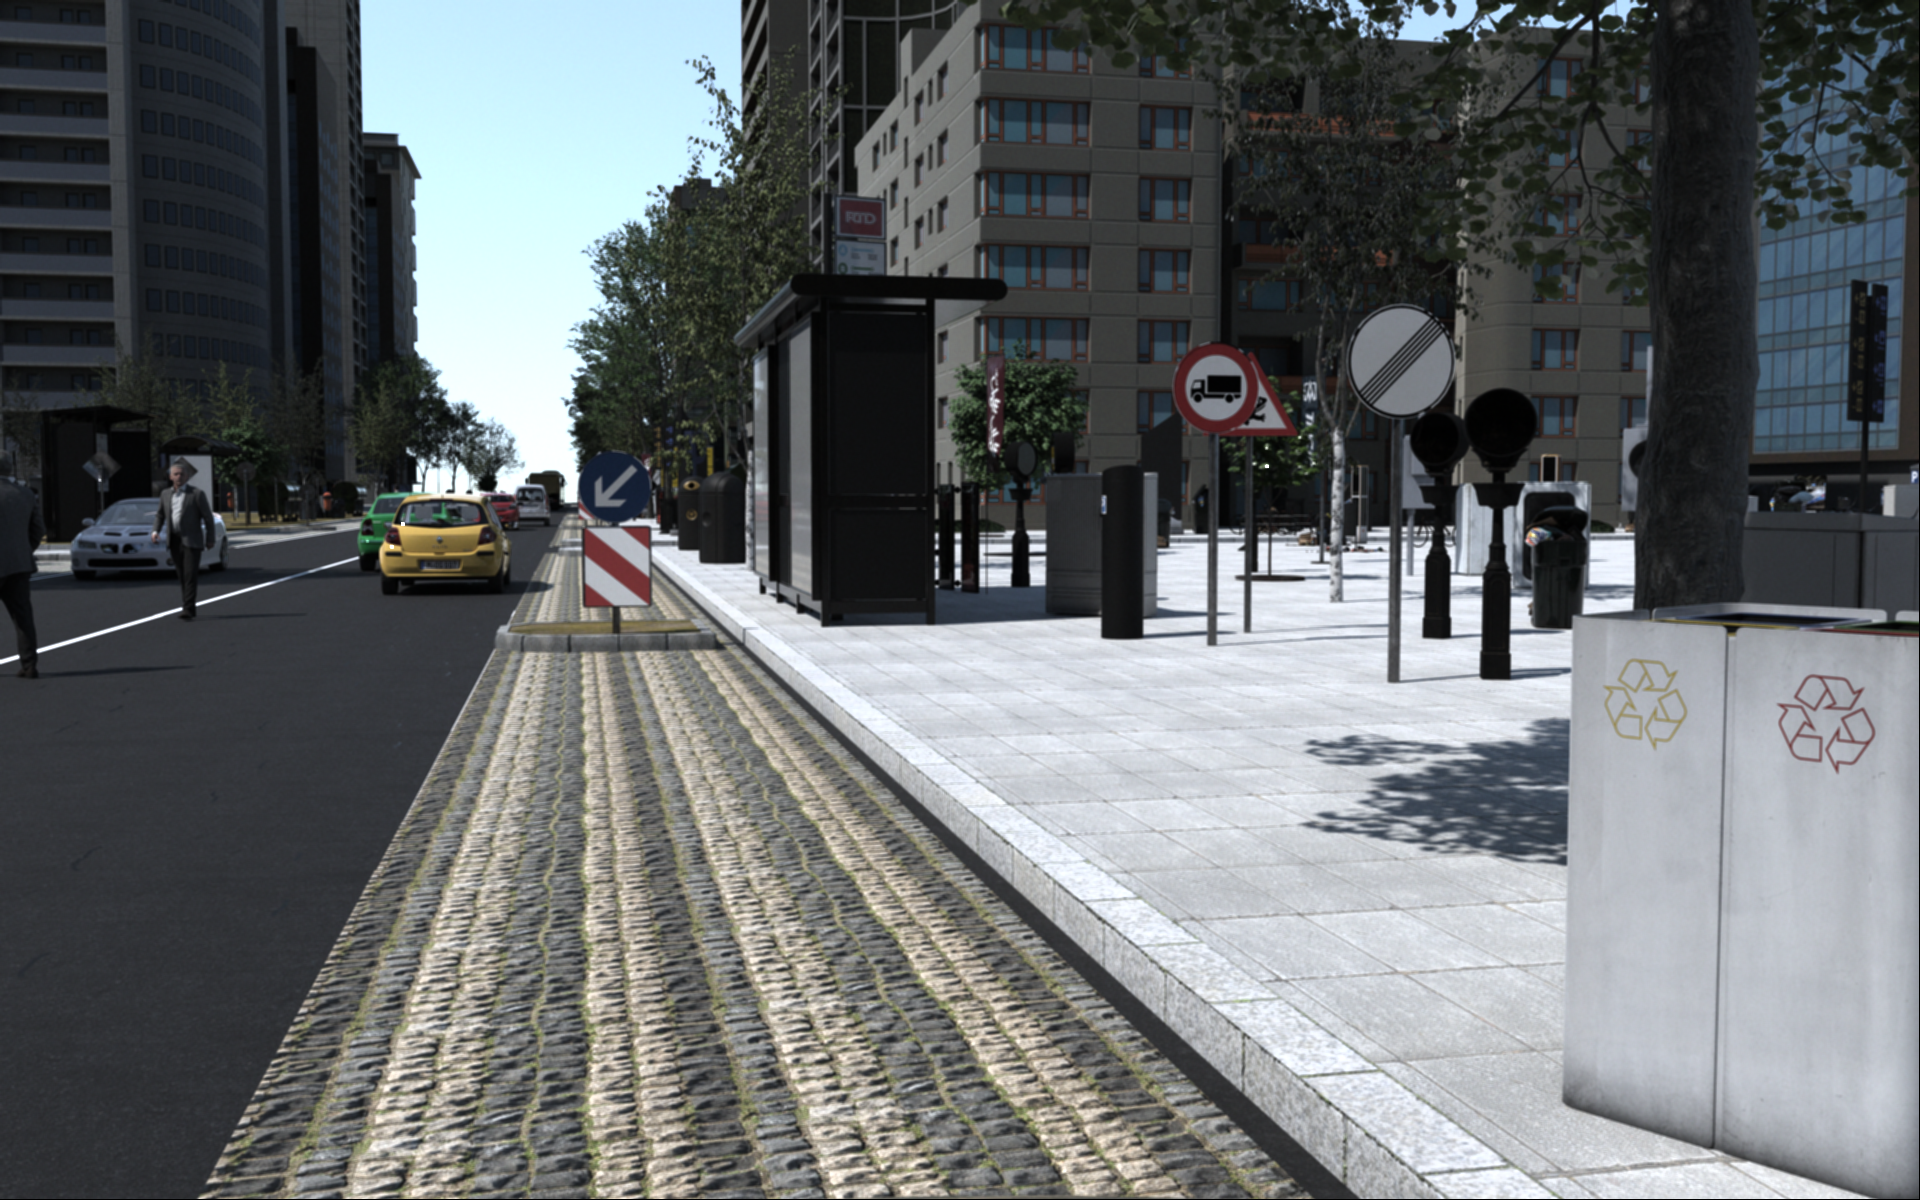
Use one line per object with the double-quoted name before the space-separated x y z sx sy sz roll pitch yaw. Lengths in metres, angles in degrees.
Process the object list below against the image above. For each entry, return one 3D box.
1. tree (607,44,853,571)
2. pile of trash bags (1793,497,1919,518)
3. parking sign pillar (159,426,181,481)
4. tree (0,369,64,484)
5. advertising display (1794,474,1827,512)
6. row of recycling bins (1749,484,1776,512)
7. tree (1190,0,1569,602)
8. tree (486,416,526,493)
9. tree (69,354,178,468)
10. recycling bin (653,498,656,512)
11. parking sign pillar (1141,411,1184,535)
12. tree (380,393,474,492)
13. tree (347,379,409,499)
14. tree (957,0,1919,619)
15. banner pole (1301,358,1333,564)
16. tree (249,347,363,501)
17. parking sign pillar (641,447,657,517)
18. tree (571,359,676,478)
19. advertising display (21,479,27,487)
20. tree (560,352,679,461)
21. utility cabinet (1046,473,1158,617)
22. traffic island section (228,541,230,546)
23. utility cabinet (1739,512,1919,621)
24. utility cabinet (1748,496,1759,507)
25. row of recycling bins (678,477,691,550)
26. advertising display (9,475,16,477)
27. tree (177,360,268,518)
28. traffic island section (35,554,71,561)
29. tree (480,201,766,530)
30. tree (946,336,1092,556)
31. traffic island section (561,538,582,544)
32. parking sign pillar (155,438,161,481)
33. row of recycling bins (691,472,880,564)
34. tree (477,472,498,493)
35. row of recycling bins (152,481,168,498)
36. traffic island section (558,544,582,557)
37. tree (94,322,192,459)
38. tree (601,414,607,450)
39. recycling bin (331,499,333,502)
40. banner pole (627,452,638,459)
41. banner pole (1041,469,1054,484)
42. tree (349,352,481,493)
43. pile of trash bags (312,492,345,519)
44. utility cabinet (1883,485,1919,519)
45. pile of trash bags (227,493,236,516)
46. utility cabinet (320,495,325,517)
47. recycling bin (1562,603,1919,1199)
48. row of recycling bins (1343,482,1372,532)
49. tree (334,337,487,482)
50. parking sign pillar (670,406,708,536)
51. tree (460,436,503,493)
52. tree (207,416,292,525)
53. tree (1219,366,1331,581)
"tree" -3.579 -4.798 28.815 4.737 8.622 4.395 0 3 0
"pile of trash bags" 14.327 -1.047 26.870 3.447 1.369 1.912 -1 4 -22
"parking sign pillar" -30.841 -4.912 68.780 1.447 3.967 1.447 -2 4 -25
"tree" -55.576 -9.355 103.321 4.360 8.622 3.978 0 3 0
"advertising display" 27.724 -3.137 56.506 0.974 1.923 0.123 1 4 10
"row of recycling bins" 46.149 -5.567 98.127 1.069 1.692 3.534 -1 4 -13
"tree" 4.702 -4.282 20.367 4.360 8.622 3.978 0 3 0
"tree" -73.104 -21.972 269.607 12.009 13.543 11.850 0 3 0
"tree" -43.985 -8.566 90.417 4.737 8.622 4.395 0 3 0
"recycling bin" -21.219 -6.695 122.016 0.722 1.027 0.722 1 4 12
"parking sign pillar" 6.355 -4.049 54.672 1.447 3.967 1.447 0 4 6
"tree" -46.467 -13.155 149.492 8.767 10.594 7.601 -1 4 -23
"tree" -37.424 -9.823 110.966 4.737 8.622 4.395 0 3 0
"tree" 2.154 -5.317 5.064 7.486 12.596 7.792 0 3 0
"banner pole" 6.580 -2.575 32.115 0.401 3.779 0.863 -2 4 -28
"tree" -32.696 -8.303 86.118 4.360 8.622 3.978 0 3 0
"parking sign pillar" -17.844 -6.724 98.415 1.447 3.967 1.447 -1 4 -9
"tree" -22.430 -11.077 115.523 7.601 10.594 8.767 0 4 -3
"advertising display" -41.243 -4.304 75.588 0.974 1.923 0.123 -3 5 -40
"tree" -26.232 -13.975 135.148 9.857 13.997 8.962 0 3 0
"utility cabinet" 1.472 -0.579 18.140 1.173 1.500 0.318 2 4 34
"traffic island section" -20.722 -1.462 46.185 2.009 0.180 2.903 -1 4 -12
"utility cabinet" 3.034 0.294 6.361 0.306 1.237 1.020 -1 4 -15
"utility cabinet" 26.817 -2.926 59.004 1.020 1.237 0.306 -3 5 -40
"row of recycling bins" -4.948 -1.957 39.111 3.534 1.692 1.069 2 4 33
"advertising display" -32.500 -3.284 58.903 0.123 1.923 0.974 1 4 18
"tree" -39.429 -8.792 94.106 4.737 8.622 4.395 0 3 0
"traffic island section" -18.999 -0.985 38.387 2.009 0.180 2.903 -1 4 -12
"tree" -10.415 -8.319 61.772 9.928 11.665 9.643 0 3 0
"tree" 1.177 -3.207 36.141 4.285 4.588 4.351 0 3 0
"traffic island section" -10.135 -1.604 48.512 2.009 0.180 2.903 -1 4 -12
"parking sign pillar" -38.230 -5.820 83.632 1.447 3.967 1.447 1 4 8
"row of recycling bins" -3.170 -1.568 32.744 3.534 1.692 1.069 -2 4 -26
"tree" -69.605 -16.601 255.136 4.285 4.588 4.351 0 3 0
"row of recycling bins" -26.001 -3.000 56.160 1.069 1.692 3.534 -2 4 -30
"traffic island section" -8.411 -1.127 40.714 2.009 0.180 2.903 -1 4 -12
"tree" -35.384 -7.603 74.666 4.360 8.622 3.978 0 3 0
"tree" -20.616 -9.648 108.107 4.737 8.622 4.395 0 3 0
"recycling bin" -39.805 -5.933 109.562 0.722 1.027 0.722 -1 4 -11
"banner pole" -19.781 -6.994 104.375 0.863 3.779 0.401 -1 4 -14
"banner pole" 2.785 -3.817 52.417 0.863 3.779 0.401 -2 4 -32
"tree" -40.691 -12.259 126.187 9.928 11.665 9.643 0 3 0
"pile of trash bags" -33.116 -4.939 90.502 1.912 1.369 3.447 -2 4 -24
"utility cabinet" 22.934 -2.049 42.186 1.173 1.500 0.318 -2 4 -32
"pile of trash bags" -43.846 -5.567 100.768 3.447 1.369 1.912 -2 4 -29
"utility cabinet" -34.414 -5.036 93.502 0.306 1.237 1.020 -1 4 -21
"recycling bin" 1.754 0.549 3.575 0.722 1.027 0.722 -3 5 -40
"row of recycling bins" 13.594 -3.247 60.197 1.069 1.692 3.534 0 4 4
"tree" -44.111 -13.808 136.129 12.009 13.543 11.850 0 3 0
"parking sign pillar" -8.254 -3.977 53.503 1.447 3.967 1.447 1 4 16
"tree" -57.984 -15.648 206.208 4.737 8.622 4.395 0 3 0
"tree" -29.838 -5.423 72.384 4.285 4.588 4.351 0 3 0
"tree" 4.520 -1.905 25.745 1.663 3.219 1.824 0 3 0
